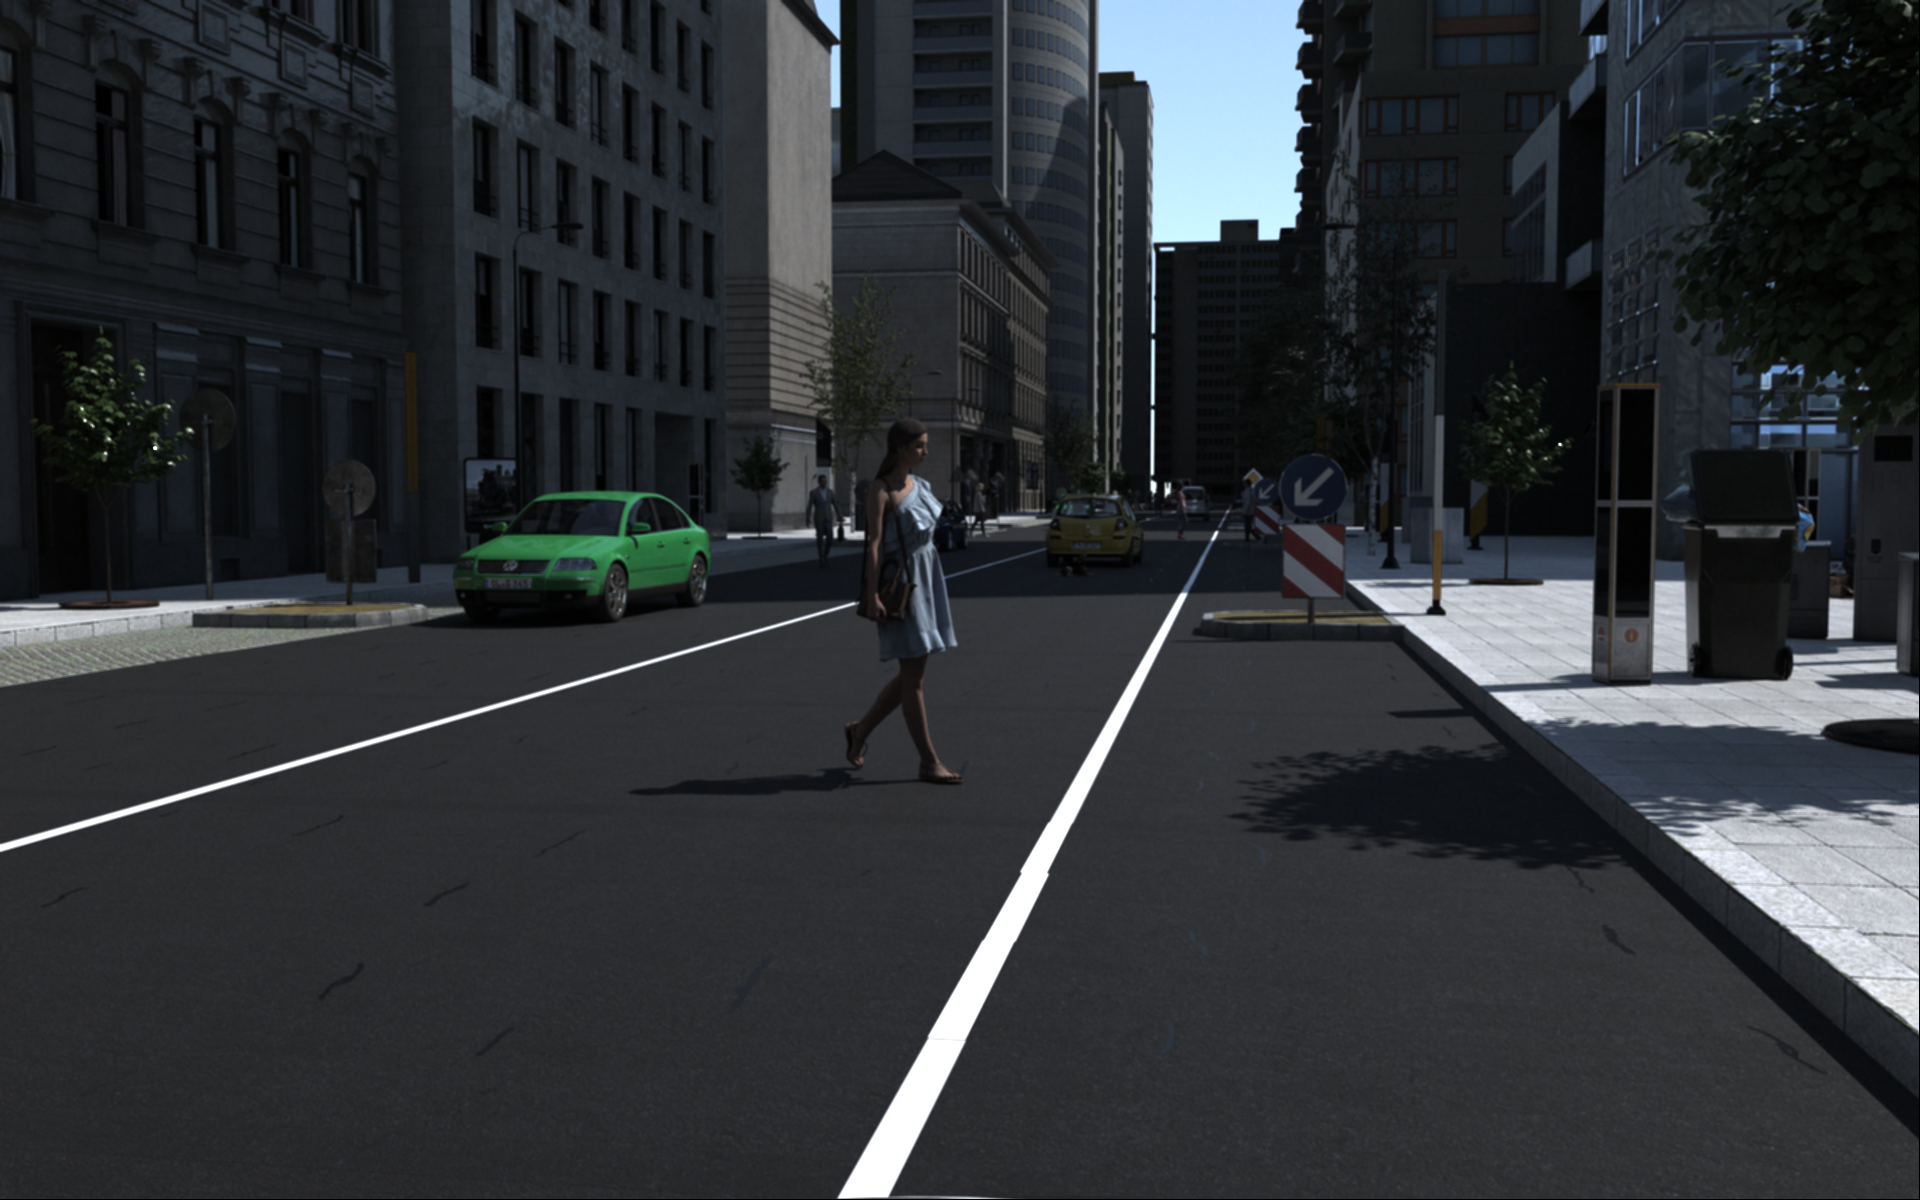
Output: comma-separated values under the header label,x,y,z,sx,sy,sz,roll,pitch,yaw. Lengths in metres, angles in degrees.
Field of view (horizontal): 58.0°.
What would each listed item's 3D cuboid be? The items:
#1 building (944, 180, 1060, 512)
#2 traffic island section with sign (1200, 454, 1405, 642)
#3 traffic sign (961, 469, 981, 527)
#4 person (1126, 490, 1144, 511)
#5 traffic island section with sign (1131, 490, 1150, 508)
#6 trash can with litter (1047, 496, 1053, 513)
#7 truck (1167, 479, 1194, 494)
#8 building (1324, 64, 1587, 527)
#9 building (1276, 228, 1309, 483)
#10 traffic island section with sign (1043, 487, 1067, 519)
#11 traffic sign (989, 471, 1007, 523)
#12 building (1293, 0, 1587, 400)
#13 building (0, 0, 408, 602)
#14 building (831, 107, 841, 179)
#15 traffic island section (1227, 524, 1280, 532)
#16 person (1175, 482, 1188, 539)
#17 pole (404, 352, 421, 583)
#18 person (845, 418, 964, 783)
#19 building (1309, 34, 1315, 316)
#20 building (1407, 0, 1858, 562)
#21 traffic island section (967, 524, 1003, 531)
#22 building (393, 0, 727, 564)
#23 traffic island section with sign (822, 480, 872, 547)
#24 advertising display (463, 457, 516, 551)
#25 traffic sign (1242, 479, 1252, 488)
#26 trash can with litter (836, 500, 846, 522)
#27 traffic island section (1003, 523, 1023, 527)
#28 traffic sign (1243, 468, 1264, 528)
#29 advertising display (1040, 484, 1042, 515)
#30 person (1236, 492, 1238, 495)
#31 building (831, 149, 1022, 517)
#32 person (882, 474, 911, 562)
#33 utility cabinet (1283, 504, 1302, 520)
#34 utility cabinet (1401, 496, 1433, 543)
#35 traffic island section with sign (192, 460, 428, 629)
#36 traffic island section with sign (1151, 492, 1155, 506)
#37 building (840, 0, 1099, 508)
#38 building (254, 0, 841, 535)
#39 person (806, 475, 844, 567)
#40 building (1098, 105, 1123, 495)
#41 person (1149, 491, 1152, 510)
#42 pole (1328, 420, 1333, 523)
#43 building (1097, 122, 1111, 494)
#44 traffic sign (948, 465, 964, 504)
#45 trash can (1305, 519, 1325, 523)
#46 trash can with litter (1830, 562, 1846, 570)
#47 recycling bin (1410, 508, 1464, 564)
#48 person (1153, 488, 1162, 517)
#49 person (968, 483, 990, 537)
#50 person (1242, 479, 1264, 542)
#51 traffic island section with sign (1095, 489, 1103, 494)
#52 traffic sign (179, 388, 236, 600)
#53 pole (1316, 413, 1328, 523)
label,x,y,z,sx,sy,sz,roll,pitch,yaw
building,-1.805,-18.394,134.021,16.112,22.955,30.059,1,4,9
traffic island section with sign,3.503,-0.567,17.897,1.989,1.847,2.006,1,4,9
traffic sign,0.414,-3.938,68.025,0.795,2.450,0.064,1,4,9
person,14.617,-8.367,145.514,1.509,1.804,0.699,2,4,26
traffic island section with sign,18.120,-10.281,176.723,1.989,1.847,2.006,1,4,9
trash can with litter,6.242,-6.627,119.735,0.624,1.170,1.055,-1,4,-16
truck,28.188,-13.755,220.825,3.469,3.379,9.791,1,4,9
building,32.818,-14.532,82.636,28.899,21.520,27.650,1,4,9
building,41.563,-25.477,188.243,14.160,30.474,14.107,1,4,9
traffic island section with sign,5.918,-5.620,100.515,1.989,1.847,2.006,1,4,9
traffic sign,1.676,-4.420,75.911,0.795,2.450,0.064,1,4,9
building,34.953,-28.582,121.938,22.147,44.769,28.867,1,4,9
building,-15.805,-10.587,22.243,9.793,20.994,18.267,1,4,9
building,-16.911,-36.598,217.982,30.456,49.044,23.786,1,4,9
traffic island section,11.243,-2.696,66.356,2.009,0.180,2.903,1,4,9
person,7.038,-2.844,55.003,0.388,1.821,0.555,-1,4,-16
pole,-7.905,-1.905,24.991,0.158,3.312,0.155,0,3,0
person,-0.323,-0.006,8.699,0.778,1.811,0.616,3,4,37
building,42.626,-44.646,168.208,20.563,71.187,20.611,1,4,9
building,25.022,-44.738,44.131,22.319,86.520,31.000,1,4,9
traffic island section,0.390,-2.802,68.091,2.009,0.180,2.903,1,4,9
building,-12.943,-11.342,40.201,10.420,20.320,16.860,1,4,9
traffic island section with sign,-2.621,-2.358,47.173,1.989,1.847,2.006,1,4,9
advertising display,-8.261,-1.554,30.625,0.974,1.923,0.123,-1,4,-17
traffic sign,12.480,-4.313,74.167,0.795,2.450,0.064,1,4,9
trash can with litter,-5.655,-4.086,78.189,0.624,1.170,1.055,2,4,34
traffic island section,1.652,-3.284,75.976,2.009,0.180,2.903,1,4,9
traffic sign,11.218,-3.831,66.282,0.795,2.450,0.064,1,4,9
advertising display,5.066,-6.296,108.149,0.123,1.923,0.974,0,4,3
person,35.161,-12.868,219.443,0.434,1.755,0.990,1,4,12
building,-4.221,-15.163,98.821,10.553,20.767,40.483,1,4,9
person,-1.014,-1.401,31.501,0.778,1.811,0.616,-1,4,-15
utility cabinet,16.600,-4.595,86.284,1.020,1.237,0.306,3,5,40
utility cabinet,12.010,-2.098,45.462,1.020,1.237,0.306,-3,4,-39
traffic island section with sign,-7.080,-0.652,19.293,1.989,1.847,2.006,1,4,9
traffic island section with sign,22.375,-11.909,203.342,1.989,1.847,2.006,1,4,9
building,1.574,-38.130,165.424,21.231,58.520,28.212,1,4,9
building,-14.337,-13.095,63.260,18.267,20.994,9.793,1,4,9
person,-2.669,-1.560,34.132,0.709,1.813,0.853,-2,4,-27
building,8.900,-36.139,214.579,21.600,48.544,21.300,1,4,9
person,17.131,-8.936,155.527,0.530,1.710,0.541,2,4,33
pole,10.229,-3.309,47.951,0.158,3.312,0.155,0,3,0
building,8.613,-30.741,186.213,14.154,41.232,14.086,1,4,9
traffic sign,-0.102,-4.737,77.452,0.884,2.594,0.081,1,4,14
trash can,11.279,-2.652,55.018,0.748,1.137,0.748,0,3,0
trash can with litter,15.609,-1.152,29.889,2.233,1.210,1.678,-2,4,-32
recycling bin,8.814,-1.190,32.012,0.722,1.027,0.722,-1,4,-15
person,12.656,-6.236,110.633,0.721,1.800,0.419,0,4,-2
person,0.627,-3.008,57.867,0.728,1.800,0.709,0,4,-3
person,7.876,-2.346,46.708,0.795,1.843,0.661,2,4,29
traffic island section with sign,10.302,-7.296,127.925,1.989,1.847,2.006,1,4,9
traffic sign,-9.067,-1.269,20.855,0.768,2.556,0.104,1,4,12
pole,9.041,-3.036,43.483,0.158,3.312,0.155,0,3,0
